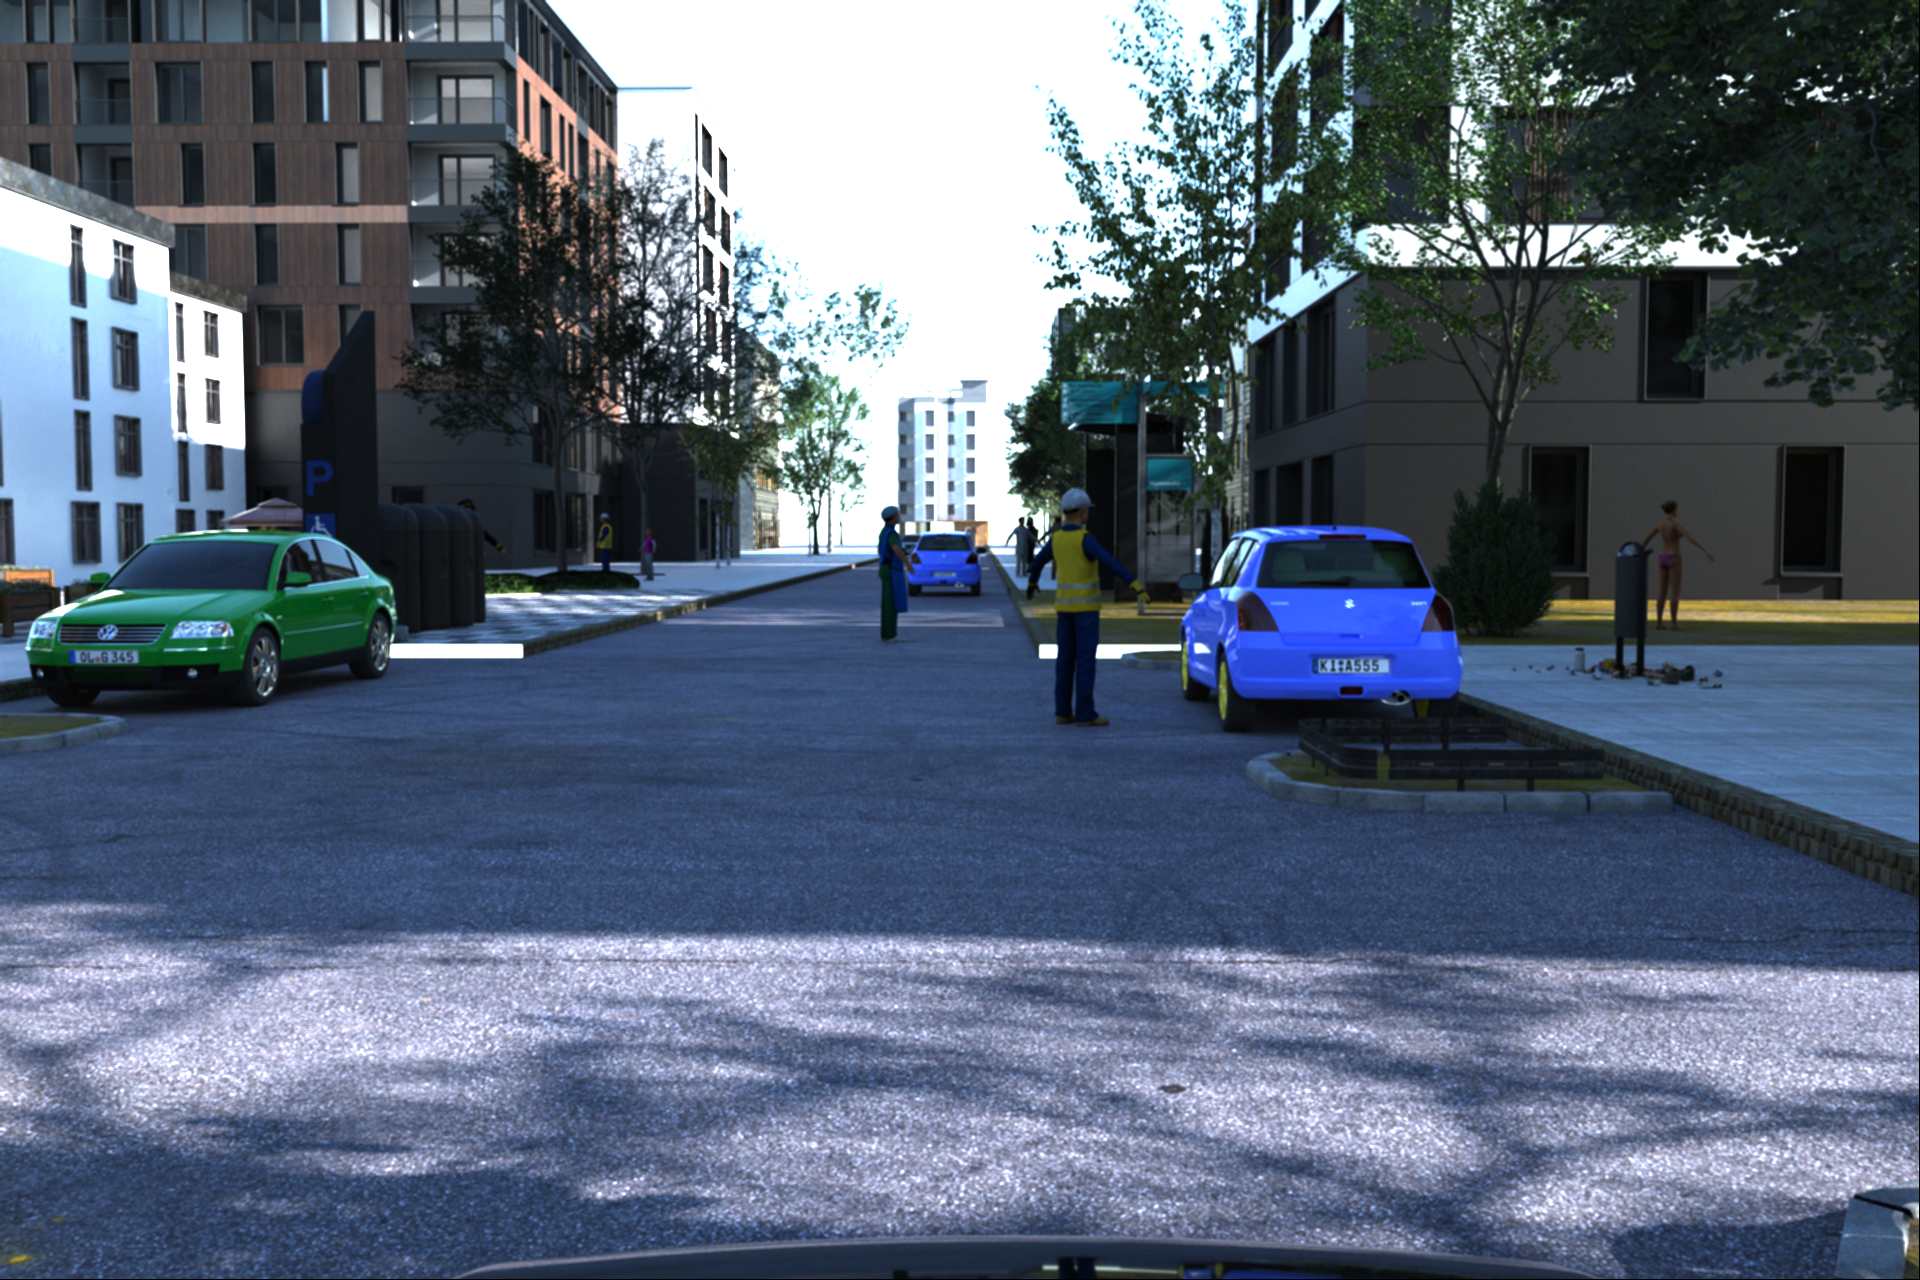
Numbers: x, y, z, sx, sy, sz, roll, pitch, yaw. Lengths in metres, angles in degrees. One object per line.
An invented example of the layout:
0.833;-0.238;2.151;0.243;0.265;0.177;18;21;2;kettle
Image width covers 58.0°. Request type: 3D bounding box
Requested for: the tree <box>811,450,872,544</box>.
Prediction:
-14.890;-17.682;214.858;9.928;11.665;9.643;0;3;0;tree

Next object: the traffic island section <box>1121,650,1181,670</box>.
2.799;0.228;19.131;1.991;0.108;1.994;0;4;1;traffic island section

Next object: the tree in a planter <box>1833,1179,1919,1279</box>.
2.562;-0.331;2.633;1.991;3.239;1.994;0;4;0;tree in a planter

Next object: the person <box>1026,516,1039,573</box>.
2.275;-3.113;56.678;0.705;1.856;1.354;1;4;22;person

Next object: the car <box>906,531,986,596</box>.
-0.342;-1.930;41.149;1.945;1.707;3.694;0;4;1;car

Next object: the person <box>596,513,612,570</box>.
-9.477;-2.456;46.129;0.705;1.833;1.349;0;4;-3;person

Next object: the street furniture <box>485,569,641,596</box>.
-12.237;-1.387;38.303;10.072;0.657;5.734;0;4;-7;street furniture

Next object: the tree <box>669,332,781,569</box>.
-8.720;-6.945;63.908;4.737;8.622;4.395;0;3;0;tree

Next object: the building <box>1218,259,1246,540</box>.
25.359;-16.293;97.312;19.493;23.208;18.063;0;4;1;building

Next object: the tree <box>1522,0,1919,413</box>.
8.624;-6.503;12.987;9.857;13.997;8.962;0;3;0;tree

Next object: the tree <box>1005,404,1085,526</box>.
6.382;-10.903;112.680;7.601;10.594;8.767;0;4;-5;tree

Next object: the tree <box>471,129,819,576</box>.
-9.779;-8.748;53.396;12.009;13.543;11.850;0;3;0;tree

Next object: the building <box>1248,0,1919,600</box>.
21.839;-12.547;49.121;27.936;21.610;32.646;0;4;0;building

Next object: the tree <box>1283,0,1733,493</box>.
8.958;-6.281;28.442;9.928;11.665;9.643;0;3;0;tree

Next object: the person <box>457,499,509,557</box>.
-7.837;-1.320;27.511;1.347;1.837;0.705;-3;5;-41;person

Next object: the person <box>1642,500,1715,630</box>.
9.562;-1.002;23.189;0.721;1.733;1.217;-2;4;-26;person

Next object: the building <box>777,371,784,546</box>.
-24.926;-19.856;181.070;16.016;20.090;11.380;0;4;1;building

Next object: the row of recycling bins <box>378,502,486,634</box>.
-7.329;-1.017;23.744;1.069;1.692;3.534;0;4;2;row of recycling bins

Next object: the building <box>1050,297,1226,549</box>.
22.491;-19.685;165.820;27.936;21.610;32.646;0;4;0;building

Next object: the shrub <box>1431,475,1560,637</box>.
6.715;-1.062;21.784;1.690;2.028;1.600;0;3;0;shrub

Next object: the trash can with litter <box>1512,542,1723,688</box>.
6.023;-0.268;15.437;1.678;1.210;2.233;0;4;0;trash can with litter

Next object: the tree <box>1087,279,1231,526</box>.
5.621;-6.070;49.604;4.737;8.622;4.395;0;3;0;tree

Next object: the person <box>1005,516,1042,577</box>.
1.870;-2.796;51.896;1.347;1.806;0.705;-2;4;-34;person

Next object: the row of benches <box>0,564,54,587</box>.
-19.933;-1.141;34.121;1.422;0.672;4.104;2;4;27;row of benches

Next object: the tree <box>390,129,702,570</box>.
-9.782;-6.517;40.967;7.601;10.594;8.767;-2;4;-26;tree

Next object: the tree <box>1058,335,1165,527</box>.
5.665;-6.966;64.259;4.360;8.622;3.978;0;3;0;tree

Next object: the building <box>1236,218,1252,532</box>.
23.609;-15.167;78.903;19.493;23.208;18.063;0;4;0;building

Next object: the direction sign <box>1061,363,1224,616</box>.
2.837;-2.309;26.522;2.525;3.948;1.411;0;4;1;direction sign

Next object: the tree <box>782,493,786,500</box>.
-23.176;-16.172;214.770;4.360;8.622;3.978;0;3;0;tree

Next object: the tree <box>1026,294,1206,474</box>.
6.608;-9.056;73.822;9.928;11.665;9.643;0;3;0;tree

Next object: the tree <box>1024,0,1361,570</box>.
3.057;-4.380;21.971;4.737;8.622;4.395;0;3;0;tree

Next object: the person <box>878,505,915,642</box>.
-0.893;-0.889;23.116;0.704;1.817;1.347;-1;4;-18;person

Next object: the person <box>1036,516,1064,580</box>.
2.776;-2.607;48.902;1.348;1.796;0.705;1;4;18;person

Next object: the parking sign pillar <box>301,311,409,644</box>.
-7.281;-1.951;20.366;1.447;3.967;1.447;0;4;2;parking sign pillar

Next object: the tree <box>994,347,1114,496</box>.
5.795;-9.312;86.666;7.601;10.594;8.767;2;4;27;tree

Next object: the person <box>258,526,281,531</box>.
-17.421;-2.329;43.843;1.354;1.858;0.705;1;4;10;person

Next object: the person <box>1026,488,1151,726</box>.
0.935;-0.253;13.053;0.721;1.772;1.216;-3;5;-44;person

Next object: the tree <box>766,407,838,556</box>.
-8.829;-9.099;99.139;4.737;8.622;4.395;0;3;0;tree

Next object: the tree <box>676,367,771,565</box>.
-9.506;-7.379;71.010;4.360;8.622;3.978;0;3;0;tree

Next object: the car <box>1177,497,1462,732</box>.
2.749;-0.260;13.841;1.945;1.707;3.694;0;4;1;car

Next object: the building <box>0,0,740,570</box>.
-26.180;-14.292;77.642;27.936;21.610;32.646;0;4;1;building

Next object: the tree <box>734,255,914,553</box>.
-10.378;-16.123;119.495;12.611;20.169;13.585;0;3;0;tree

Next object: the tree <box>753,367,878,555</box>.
-8.834;-11.064;106.648;9.928;11.665;9.643;0;3;0;tree

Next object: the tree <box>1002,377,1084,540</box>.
6.641;-12.614;124.369;7.486;12.596;7.792;0;3;0;tree

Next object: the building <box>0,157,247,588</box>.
-25.856;-6.424;47.179;9.099;9.664;28.070;0;4;0;building

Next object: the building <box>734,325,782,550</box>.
-25.378;-19.197;144.804;19.493;23.208;18.063;0;3;0;building

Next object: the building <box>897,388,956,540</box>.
-7.516;-21.864;216.357;11.380;20.090;16.016;0;4;7;building

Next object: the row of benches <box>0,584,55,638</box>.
-12.111;-0.302;20.405;1.422;0.672;4.104;0;4;2;row of benches

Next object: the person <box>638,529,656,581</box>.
-8.617;-2.353;47.732;0.599;1.433;0.991;-2;4;-35;person

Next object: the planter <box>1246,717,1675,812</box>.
2.693;0.686;9.921;1.991;0.319;1.994;0;3;0;planter

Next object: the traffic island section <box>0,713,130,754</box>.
-6.999;0.662;12.049;1.991;0.108;1.994;0;4;0;traffic island section

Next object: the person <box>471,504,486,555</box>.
-8.698;-1.508;30.807;0.704;1.843;1.345;-2;4;-28;person

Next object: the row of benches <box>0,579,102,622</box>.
-12.290;-0.579;24.923;1.422;0.672;4.104;2;4;35;row of benches

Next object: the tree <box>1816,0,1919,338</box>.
17.738;-6.234;27.677;9.928;11.665;9.643;0;3;0;tree

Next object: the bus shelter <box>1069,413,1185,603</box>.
3.323;-2.686;35.203;1.731;3.624;6.357;0;4;-1;bus shelter

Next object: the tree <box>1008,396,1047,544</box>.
11.658;-22.199;218.844;12.611;20.169;13.585;0;3;0;tree

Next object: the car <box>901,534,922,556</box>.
-2.776;-5.760;103.955;2.009;1.686;4.222;0;4;0;car

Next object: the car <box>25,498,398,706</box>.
-6.643;-0.429;15.811;1.959;1.807;4.718;0;4;1;car

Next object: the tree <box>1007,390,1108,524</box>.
6.388;-10.001;97.930;7.601;10.594;8.767;-3;5;-45;tree
